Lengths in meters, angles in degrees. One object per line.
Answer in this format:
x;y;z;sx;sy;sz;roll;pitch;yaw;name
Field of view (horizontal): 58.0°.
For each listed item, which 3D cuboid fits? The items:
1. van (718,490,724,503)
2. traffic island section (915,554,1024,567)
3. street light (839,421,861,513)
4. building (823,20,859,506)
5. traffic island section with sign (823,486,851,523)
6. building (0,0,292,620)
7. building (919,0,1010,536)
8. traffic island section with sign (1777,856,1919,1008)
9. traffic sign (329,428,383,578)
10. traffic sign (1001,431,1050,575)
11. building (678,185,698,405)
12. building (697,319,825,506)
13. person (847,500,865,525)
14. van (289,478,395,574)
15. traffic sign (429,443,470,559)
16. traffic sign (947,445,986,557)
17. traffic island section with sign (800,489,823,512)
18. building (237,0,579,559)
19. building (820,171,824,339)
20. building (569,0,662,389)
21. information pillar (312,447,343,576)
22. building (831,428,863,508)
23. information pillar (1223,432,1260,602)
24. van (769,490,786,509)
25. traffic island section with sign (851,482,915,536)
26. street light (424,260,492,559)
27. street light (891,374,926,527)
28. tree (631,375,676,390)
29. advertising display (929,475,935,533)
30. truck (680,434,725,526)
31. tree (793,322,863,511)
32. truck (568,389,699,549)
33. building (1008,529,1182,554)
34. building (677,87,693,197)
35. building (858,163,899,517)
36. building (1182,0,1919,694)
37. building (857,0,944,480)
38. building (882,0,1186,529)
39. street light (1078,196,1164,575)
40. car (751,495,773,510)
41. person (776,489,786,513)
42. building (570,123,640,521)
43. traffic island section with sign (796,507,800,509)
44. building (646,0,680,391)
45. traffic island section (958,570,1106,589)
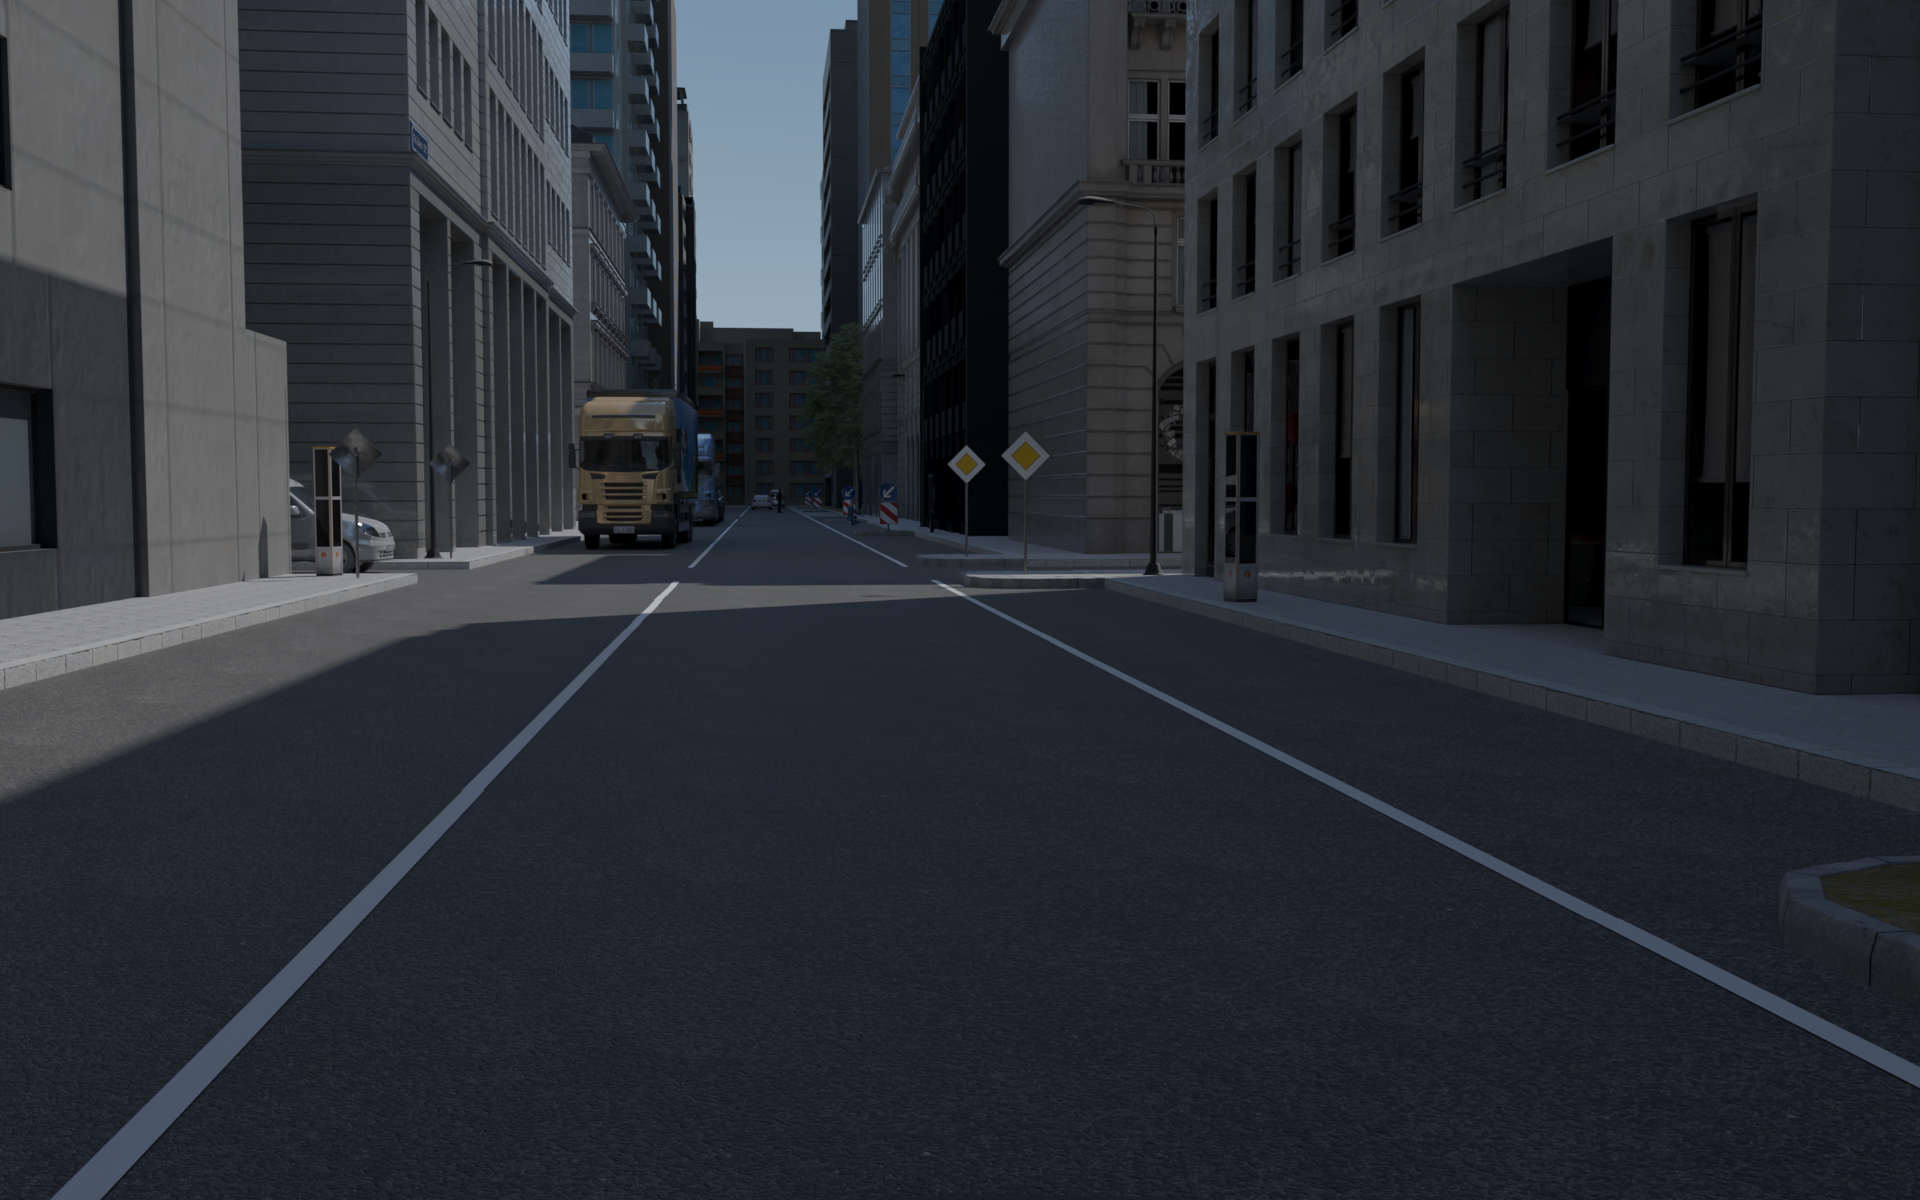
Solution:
-21.962;-8.978;153.809;2.013;2.044;4.112;0;4;-8;van
0.154;-0.811;35.538;2.009;0.180;2.903;0;4;-6;traffic island section
-6.985;-8.422;110.245;1.470;5.913;1.316;0;4;-6;street light
-2.816;-33.772;175.867;21.300;48.544;21.600;0;4;-6;building
-5.706;-4.783;86.832;1.989;1.847;2.006;0;4;-6;traffic island section with sign
-19.908;-35.250;14.597;20.611;71.187;20.563;0;4;-6;building
5.424;-14.115;60.461;12.332;23.373;15.834;0;4;-6;building
3.635;0.215;5.111;1.989;1.847;2.006;0;4;-6;traffic island section with sign
-9.192;-1.391;26.381;0.795;2.450;0.064;0;4;-6;traffic sign
1.038;-1.461;27.524;0.795;2.450;0.064;0;4;-6;traffic sign
-31.727;-23.793;160.716;14.160;30.474;14.107;0;4;-6;building
-30.983;-22.049;205.534;28.899;21.520;27.650;0;4;-6;building
-4.881;-4.008;79.530;0.738;1.151;1.012;-1;4;-23;person
-12.281;-1.466;30.978;4.112;2.044;2.013;0;4;-5;van
-10.098;-1.876;34.315;0.795;2.450;0.064;0;4;-6;traffic sign
0.132;-1.946;35.458;0.795;2.450;0.064;0;4;-6;traffic sign
-11.417;-7.846;136.914;1.989;1.847;2.006;0;4;-6;traffic island section with sign
-17.752;-16.506;47.362;11.434;29.767;29.804;0;4;-6;building
-8.962;-31.678;201.525;14.086;41.232;14.154;0;4;-6;building
-32.900;-30.746;122.304;23.786;49.044;30.456;0;4;-6;building
-9.899;-1.384;27.127;0.304;2.012;0.304;1;4;13;information pillar
0.588;-51.132;148.675;22.319;86.520;31.000;0;4;-6;building
3.347;-0.986;20.607;0.304;2.012;0.304;-2;4;-23;information pillar
-18.285;-10.121;172.495;2.013;2.044;4.112;0;4;-7;van
-2.636;-3.143;60.020;1.989;1.847;2.006;0;4;-6;traffic island section with sign
-9.971;-3.786;34.435;1.470;5.913;1.316;0;4;-6;street light
-1.958;-5.779;67.034;1.470;5.913;1.316;0;4;-6;street light
-19.252;-9.590;107.165;4.360;8.622;3.978;0;3;0;tree
-0.931;-3.214;57.766;0.123;1.923;0.974;0;4;5;advertising display
-12.816;-5.729;83.423;2.967;4.110;18.799;0;4;-6;truck
-7.349;-12.036;114.912;7.486;12.596;7.792;0;3;0;tree
-8.928;-3.653;48.640;2.839;4.237;11.283;0;4;-5;truck
13.483;-12.328;43.367;24.055;21.916;13.314;0;4;-6;building
-34.091;-30.107;175.840;14.086;41.232;14.154;0;4;-6;building
-0.609;-15.464;101.982;9.793;20.994;18.267;0;4;-6;building
9.659;-10.066;19.332;10.420;20.320;16.860;0;4;-6;building
-0.141;-29.117;126.166;14.600;45.320;14.200;0;4;-6;building
3.821;-14.642;81.200;13.314;21.916;24.055;0;4;-6;building
2.533;-3.347;27.266;1.470;5.913;1.316;0;4;-6;street light
-18.120;-8.937;158.485;2.083;1.381;4.827;0;4;-6;car
-13.610;-7.491;130.995;0.705;1.821;1.348;-3;4;-36;person
-21.949;-14.162;82.464;10.553;20.767;40.483;0;4;-6;building
-14.579;-9.534;164.504;1.989;1.847;2.006;0;4;-6;traffic island section with sign
-30.912;-30.273;145.075;14.600;45.320;14.200;0;4;-6;building
1.060;-0.326;27.604;2.009;0.180;2.903;0;4;-6;traffic island section
